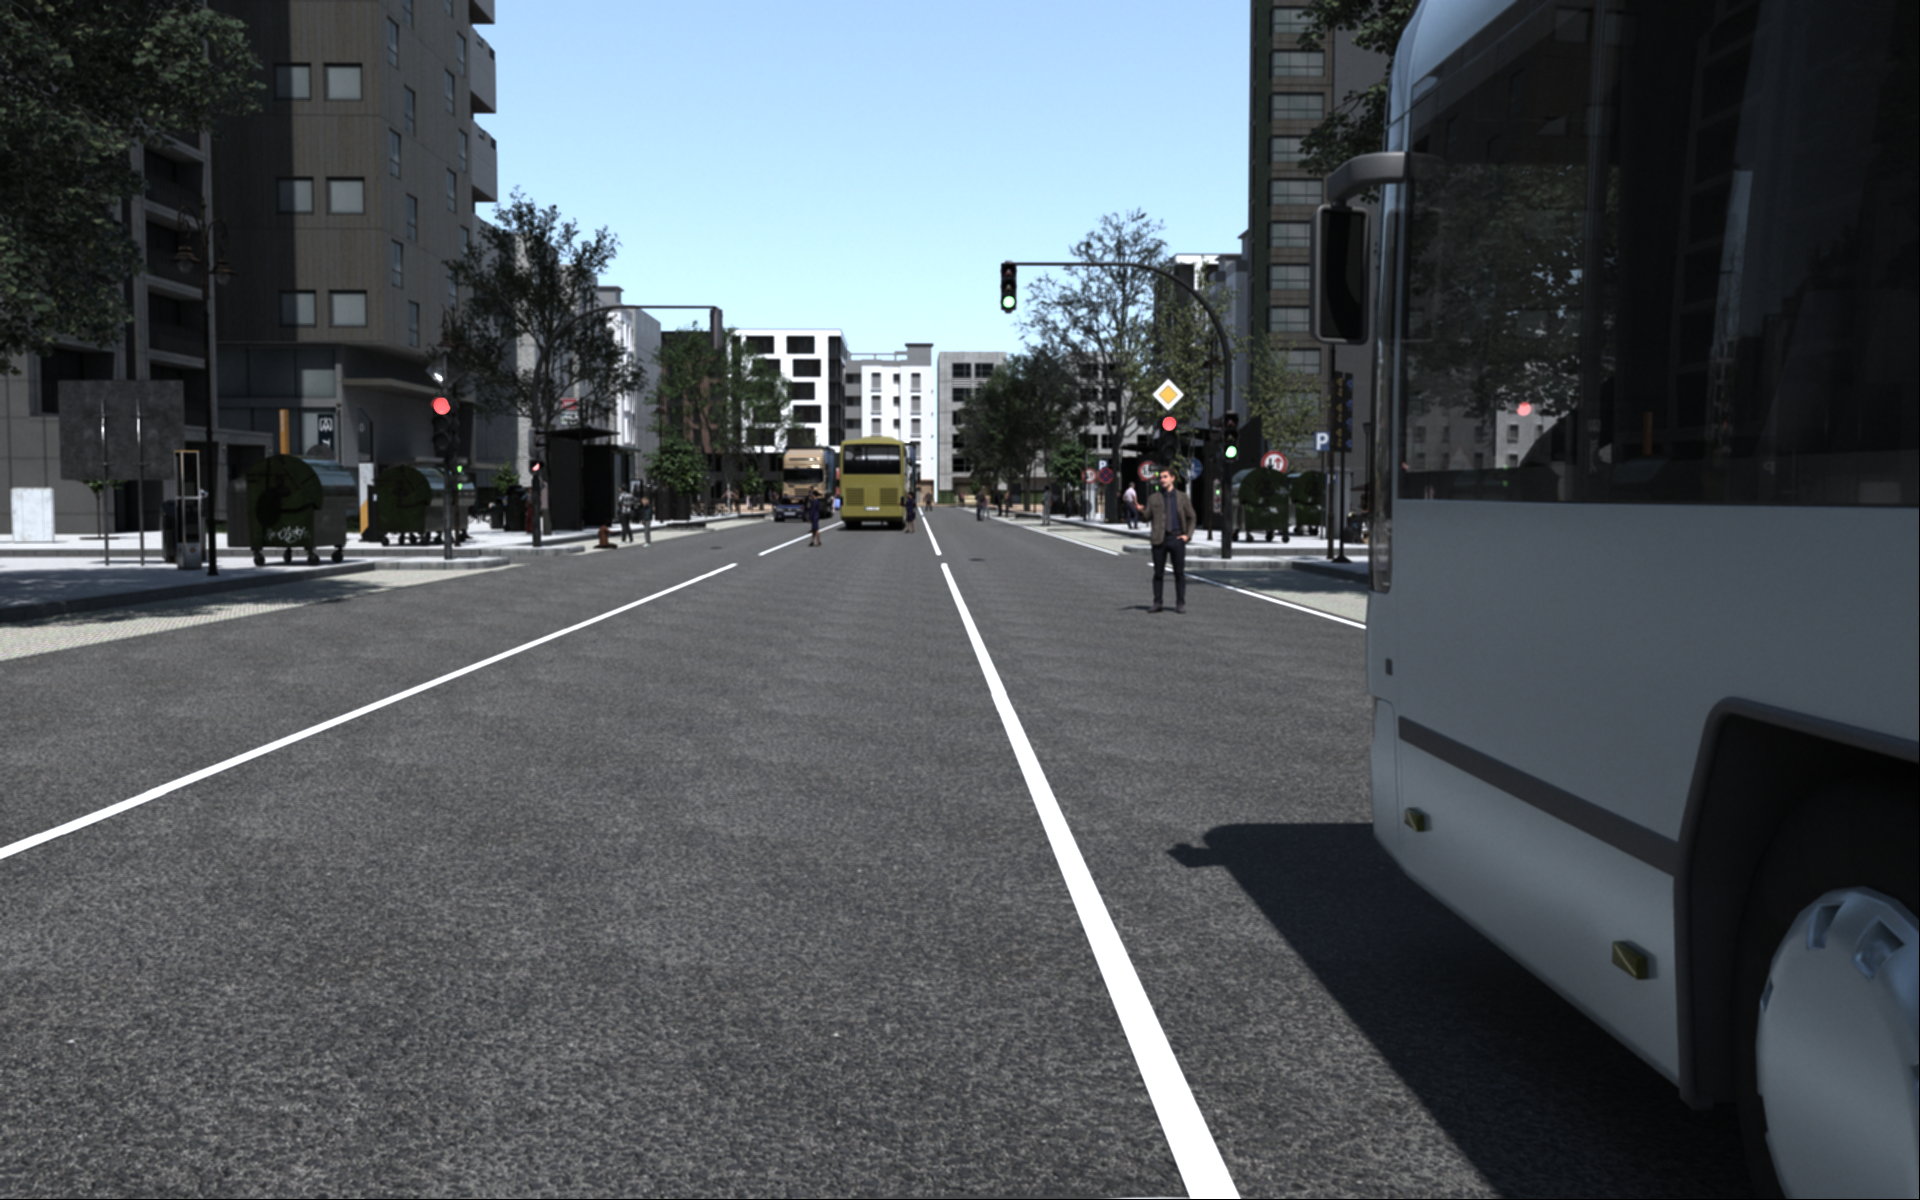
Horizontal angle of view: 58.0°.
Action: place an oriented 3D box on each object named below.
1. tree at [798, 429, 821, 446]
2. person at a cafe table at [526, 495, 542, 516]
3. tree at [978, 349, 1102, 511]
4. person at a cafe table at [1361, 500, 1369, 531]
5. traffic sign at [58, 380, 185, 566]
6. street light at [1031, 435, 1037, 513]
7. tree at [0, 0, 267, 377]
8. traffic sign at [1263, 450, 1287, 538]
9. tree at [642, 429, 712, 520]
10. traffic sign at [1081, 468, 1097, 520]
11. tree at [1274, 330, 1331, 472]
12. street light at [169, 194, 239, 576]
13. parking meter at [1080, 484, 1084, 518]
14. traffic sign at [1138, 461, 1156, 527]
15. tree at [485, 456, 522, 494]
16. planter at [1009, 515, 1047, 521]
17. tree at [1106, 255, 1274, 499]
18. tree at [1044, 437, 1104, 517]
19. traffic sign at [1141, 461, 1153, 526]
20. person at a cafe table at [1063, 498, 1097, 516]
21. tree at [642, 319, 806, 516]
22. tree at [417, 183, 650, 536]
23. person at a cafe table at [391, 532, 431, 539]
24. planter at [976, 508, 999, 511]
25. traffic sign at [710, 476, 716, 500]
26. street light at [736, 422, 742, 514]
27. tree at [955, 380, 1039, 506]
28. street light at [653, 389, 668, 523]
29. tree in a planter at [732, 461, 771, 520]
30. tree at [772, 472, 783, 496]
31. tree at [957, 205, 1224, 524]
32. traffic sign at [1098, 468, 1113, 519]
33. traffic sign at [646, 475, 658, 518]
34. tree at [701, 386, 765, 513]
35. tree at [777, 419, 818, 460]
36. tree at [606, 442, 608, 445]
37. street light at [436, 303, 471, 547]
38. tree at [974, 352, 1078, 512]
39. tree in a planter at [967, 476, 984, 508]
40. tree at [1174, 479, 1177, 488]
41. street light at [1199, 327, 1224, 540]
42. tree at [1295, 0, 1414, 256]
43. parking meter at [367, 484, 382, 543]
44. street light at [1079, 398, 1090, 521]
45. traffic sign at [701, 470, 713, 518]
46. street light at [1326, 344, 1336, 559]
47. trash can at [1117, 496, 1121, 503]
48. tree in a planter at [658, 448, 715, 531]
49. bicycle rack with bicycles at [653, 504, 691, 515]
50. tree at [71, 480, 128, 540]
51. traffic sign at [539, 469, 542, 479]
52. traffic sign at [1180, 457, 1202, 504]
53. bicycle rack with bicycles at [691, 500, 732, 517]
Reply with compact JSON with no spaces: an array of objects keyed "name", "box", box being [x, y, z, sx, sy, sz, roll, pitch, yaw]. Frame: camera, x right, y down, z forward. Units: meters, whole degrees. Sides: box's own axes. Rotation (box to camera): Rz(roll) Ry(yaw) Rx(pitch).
[{"name":"tree","box":[-16.467,-14.891,193.826,4.737,8.622,4.395,0,3,0]},{"name":"person at a cafe table","box":[-25.669,-5.693,103.947,1.726,1.238,1.698,0,4,-5]},{"name":"tree","box":[5.473,-10.657,108.652,7.601,10.594,8.767,3,4,36]},{"name":"person at a cafe table","box":[14.202,-2.969,59.396,1.698,1.238,1.726,1,4,14]},{"name":"traffic sign","box":[-14.957,-2.266,30.923,2.265,3.308,0.079,0,4,2]},{"name":"street light","box":[5.047,-8.795,116.583,0.468,5.910,1.993,0,4,-2]},{"name":"tree","box":[-12.074,-6.832,18.364,9.857,13.997,8.962,0,3,0]},{"name":"traffic sign","box":[9.130,-3.078,50.432,0.768,2.556,0.104,0,4,0]},{"name":"tree","box":[-14.215,-6.339,87.352,4.285,4.588,4.351,0,3,0]},{"name":"traffic sign","box":[6.279,-5.140,84.144,0.768,2.556,0.104,0,4,4]},{"name":"tree","box":[14.231,-7.738,76.880,4.737,8.622,4.395,0,3,0]},{"name":"street light","box":[-11.776,-3.323,27.120,0.468,5.910,1.993,0,4,-2]},{"name":"parking meter","box":[6.771,-5.451,94.828,0.255,1.863,0.399,2,4,34]},{"name":"traffic sign","box":[7.280,-4.099,67.129,0.768,2.556,0.104,0,4,2]},{"name":"tree","box":[-23.076,-5.735,88.369,1.663,3.219,1.824,0,3,0]},{"name":"planter","box":[3.672,-4.461,94.080,1.991,0.319,1.994,0,4,-2]},{"name":"tree","box":[6.737,-6.268,52.849,4.737,8.622,4.395,0,3,0]},{"name":"tree","box":[6.323,-6.959,97.491,4.285,4.588,4.351,0,3,0]},{"name":"traffic sign","box":[7.544,-4.169,68.159,0.884,2.594,0.081,0,4,8]},{"name":"person at a cafe table","box":[7.329,-5.672,103.604,1.726,1.238,1.698,2,4,29]},{"name":"tree","box":[-14.805,-10.786,102.113,9.928,11.665,9.643,0,3,0]},{"name":"tree","box":[-13.066,-7.265,53.192,7.601,10.594,8.767,-3,5,-44]},{"name":"person at a cafe table","box":[-16.034,-2.385,49.859,1.726,1.238,1.698,-1,4,-18]},{"name":"planter","box":[2.319,-7.536,144.349,1.991,0.319,1.994,0,4,-2]},{"name":"traffic sign","box":[-16.874,-7.149,116.990,0.768,2.556,0.104,0,4,0]},{"name":"street light","box":[-14.200,-8.465,111.189,0.468,5.910,1.993,0,4,-2]},{"name":"tree","box":[4.111,-17.519,193.083,9.857,13.997,8.962,0,3,0]},{"name":"street light","box":[-13.158,-6.325,76.201,0.468,5.910,1.993,0,4,-2]},{"name":"tree in a planter","box":[-11.342,-5.940,94.337,1.991,3.239,1.994,0,4,-2]},{"name":"tree","box":[-15.591,-9.519,150.240,1.663,3.219,1.824,0,3,0]},{"name":"tree","box":[6.696,-10.007,73.992,12.009,13.543,11.850,0,3,0]},{"name":"traffic sign","box":[7.023,-5.092,83.355,0.768,2.556,0.104,0,4,5]},{"name":"traffic sign","box":[-16.288,-5.475,91.641,0.606,2.300,0.079,0,4,5]},{"name":"tree","box":[-15.102,-10.045,114.598,4.360,8.622,3.978,0,3,0]},{"name":"tree","box":[-15.520,-13.164,165.598,4.360,8.622,3.978,0,3,0]},{"name":"tree","box":[-22.207,-7.682,109.317,4.285,4.588,4.351,0,3,0]},{"name":"street light","box":[-12.273,-4.241,42.123,0.468,5.910,1.993,0,4,-2]},{"name":"tree","box":[4.861,-12.149,124.397,9.928,11.665,9.643,0,3,0]},{"name":"tree in a planter","box":[1.571,-10.688,171.978,1.991,3.239,1.994,0,4,-2]},{"name":"tree","box":[13.509,-6.718,104.434,1.663,3.219,1.824,0,3,0]},{"name":"street light","box":[6.952,-4.600,47.999,0.468,5.910,1.993,0,4,-2]},{"name":"tree","box":[8.899,-7.062,22.125,9.857,13.997,8.962,0,3,0]},{"name":"parking meter","box":[-15.504,-2.294,45.921,0.372,1.533,0.369,0,3,0]},{"name":"street light","box":[5.968,-6.711,82.506,0.468,5.910,1.993,0,4,-2]},{"name":"traffic sign","box":[-13.533,-5.635,92.234,0.768,2.556,0.104,0,4,2]},{"name":"street light","box":[7.286,-3.736,33.872,0.468,5.910,1.993,0,4,-2]},{"name":"trash can","box":[9.367,-5.661,104.207,0.748,1.137,0.748,0,3,0]},{"name":"tree in a planter","box":[-10.619,-4.292,67.403,1.991,3.239,1.994,0,4,-2]},{"name":"bicycle rack with bicycles","box":[-16.831,-4.936,94.087,2.852,0.926,2.925,3,4,36]},{"name":"tree","box":[-24.311,-3.334,49.118,1.663,3.219,1.824,0,3,0]},{"name":"traffic sign","box":[-16.124,-4.135,67.720,0.768,2.556,0.104,0,4,7]},{"name":"traffic sign","box":[7.972,-3.657,59.905,0.768,2.556,0.104,0,4,7]},{"name":"bicycle rack with bicycles","box":[-16.742,-6.077,112.743,2.852,0.926,2.925,2,4,24]}]
